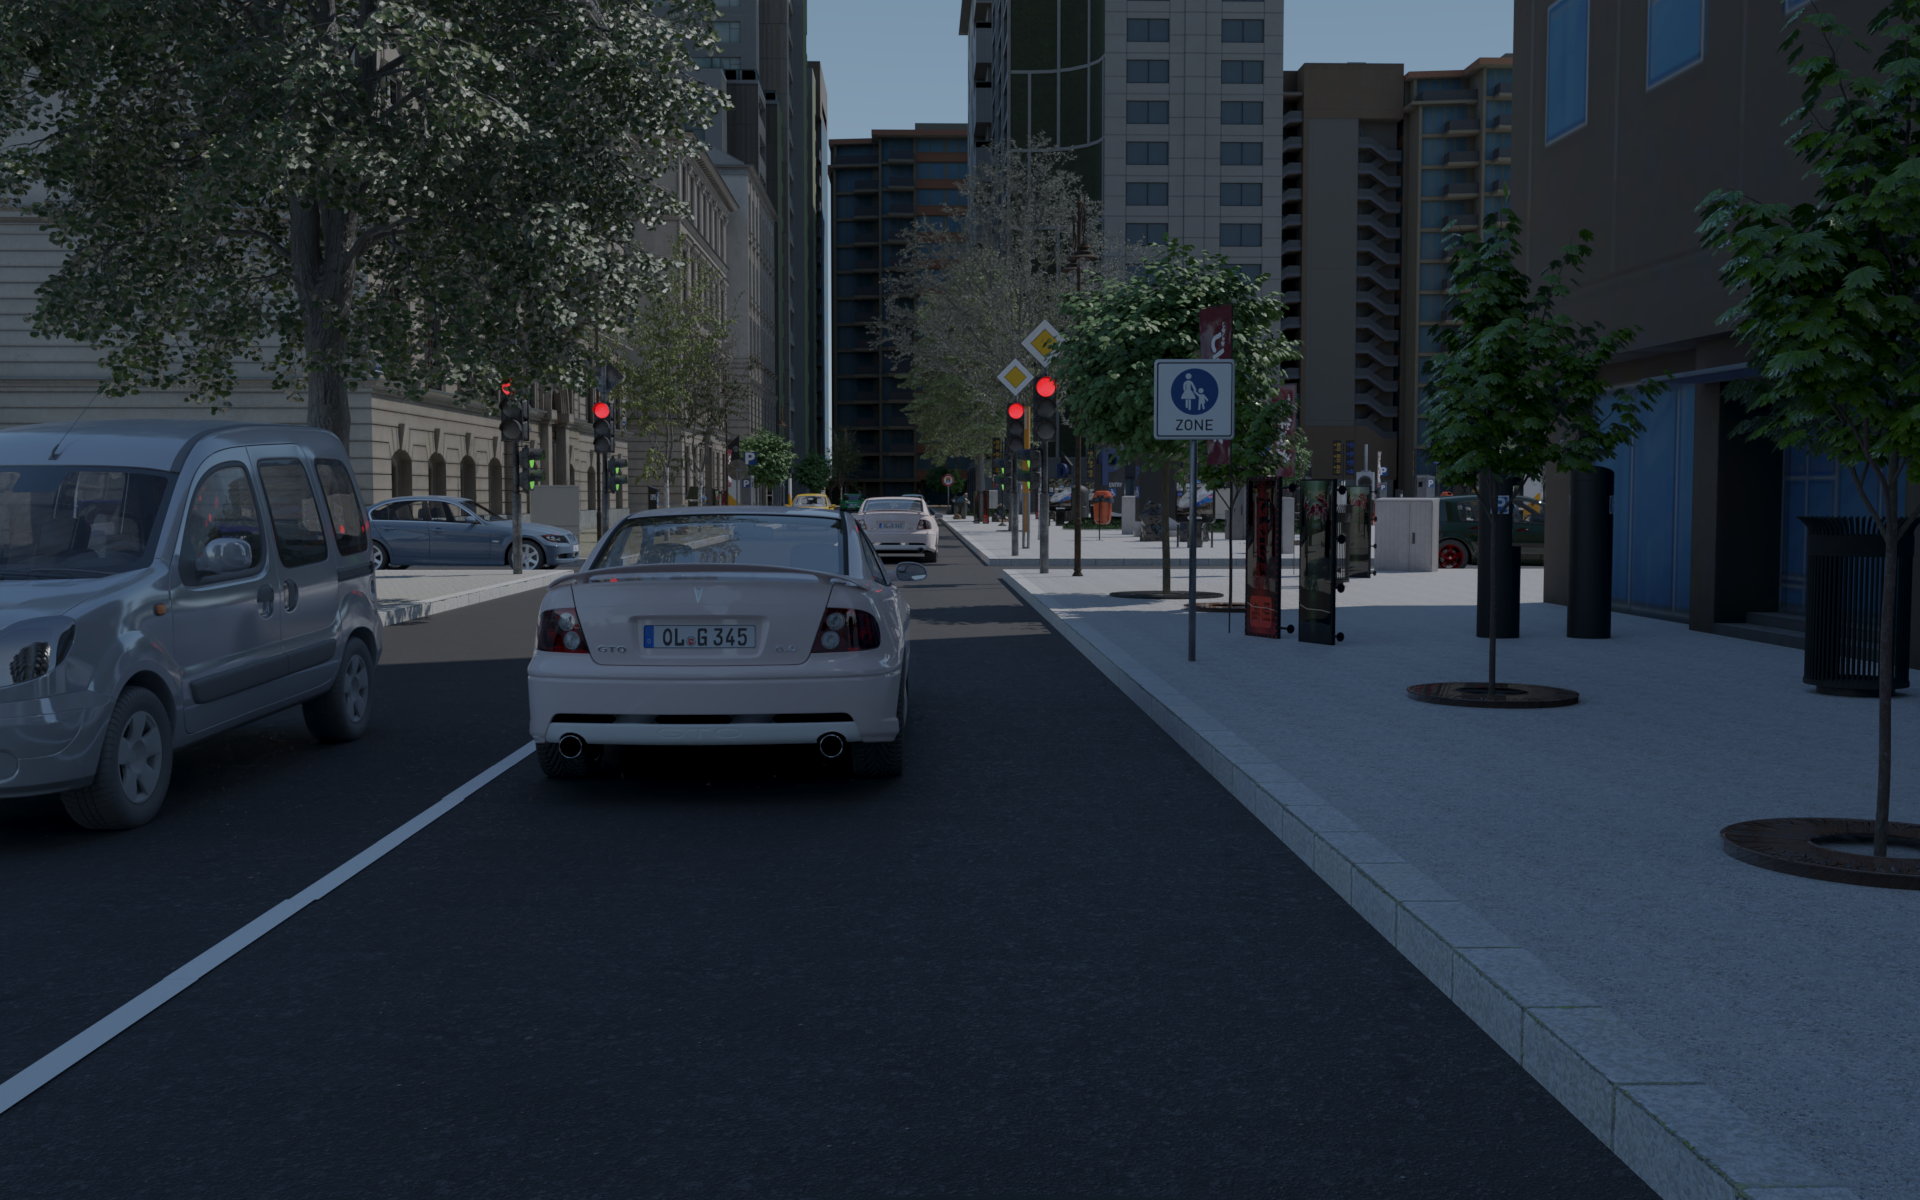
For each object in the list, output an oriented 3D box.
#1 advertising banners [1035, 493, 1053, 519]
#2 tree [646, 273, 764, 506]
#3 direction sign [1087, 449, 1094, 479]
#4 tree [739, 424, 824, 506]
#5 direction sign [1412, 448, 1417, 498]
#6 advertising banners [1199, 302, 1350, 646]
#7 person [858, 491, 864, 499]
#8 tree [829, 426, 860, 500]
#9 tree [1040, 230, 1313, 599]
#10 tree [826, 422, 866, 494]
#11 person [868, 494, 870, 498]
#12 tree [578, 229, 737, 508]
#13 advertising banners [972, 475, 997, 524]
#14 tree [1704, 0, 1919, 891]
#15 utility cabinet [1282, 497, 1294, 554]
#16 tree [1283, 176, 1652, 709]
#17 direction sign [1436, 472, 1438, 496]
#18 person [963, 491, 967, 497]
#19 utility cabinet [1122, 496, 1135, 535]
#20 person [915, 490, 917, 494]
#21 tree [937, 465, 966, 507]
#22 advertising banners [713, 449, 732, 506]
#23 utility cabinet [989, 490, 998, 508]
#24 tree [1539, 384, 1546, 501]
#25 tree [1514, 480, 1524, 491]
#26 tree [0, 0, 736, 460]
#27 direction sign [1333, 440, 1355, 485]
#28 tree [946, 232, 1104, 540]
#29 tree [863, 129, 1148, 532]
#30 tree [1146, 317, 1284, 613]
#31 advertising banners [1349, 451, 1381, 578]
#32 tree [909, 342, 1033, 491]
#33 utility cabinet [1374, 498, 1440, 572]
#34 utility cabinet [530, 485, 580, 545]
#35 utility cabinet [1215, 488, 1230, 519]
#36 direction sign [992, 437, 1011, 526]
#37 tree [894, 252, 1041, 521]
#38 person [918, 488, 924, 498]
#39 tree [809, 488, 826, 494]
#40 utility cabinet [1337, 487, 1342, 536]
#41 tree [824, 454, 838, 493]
[{"bbox_3d":[4.050,-5.627,88.193,2.074,3.025,0.090,3,5,43],"label":"advertising banners"},{"bbox_3d":[-8.760,-6.614,58.504,4.360,8.622,3.978,0,3,0],"label":"tree"},{"bbox_3d":[6.827,-5.860,87.807,0.876,3.537,0.379,-1,4,-20],"label":"direction sign"},{"bbox_3d":[-9.217,-5.985,81.564,4.285,4.588,4.351,0,3,0],"label":"tree"},{"bbox_3d":[22.594,-5.757,86.118,0.379,3.537,0.876,0,4,2],"label":"direction sign"},{"bbox_3d":[2.725,-1.176,15.418,0.090,3.025,2.074,-2,4,-27],"label":"advertising banners"},{"bbox_3d":[-8.756,-8.617,150.120,1.217,1.736,0.721,3,5,40],"label":"person"},{"bbox_3d":[-12.902,-14.542,188.127,4.360,8.622,3.978,0,3,0],"label":"tree"},{"bbox_3d":[2.674,-2.323,21.688,4.285,4.588,4.351,0,3,0],"label":"tree"},{"bbox_3d":[-11.585,-13.800,175.997,4.737,8.622,4.395,0,3,0],"label":"tree"},{"bbox_3d":[-9.353,-10.112,177.087,0.557,1.426,1.065,2,4,23],"label":"person"},{"bbox_3d":[-8.302,-5.934,47.383,4.737,8.622,4.395,0,3,0],"label":"tree"},{"bbox_3d":[1.102,-4.796,74.595,0.090,3.025,2.074,-2,4,-31],"label":"advertising banners"},{"bbox_3d":[3.369,-0.695,5.959,1.663,3.219,1.824,0,3,0],"label":"tree"},{"bbox_3d":[6.907,-1.616,37.583,0.306,1.237,1.020,-1,4,-16],"label":"utility cabinet"},{"bbox_3d":[3.254,-0.981,10.643,1.663,3.219,1.824,0,3,0],"label":"tree"},{"bbox_3d":[28.163,-6.741,102.214,0.379,3.537,0.876,0,4,7],"label":"direction sign"},{"bbox_3d":[0.635,-11.154,190.865,0.705,1.824,1.348,3,5,44],"label":"person"},{"bbox_3d":[5.651,-2.676,54.911,1.020,1.237,0.306,1,4,23],"label":"utility cabinet"},{"bbox_3d":[-4.491,-10.415,178.802,0.705,1.822,1.348,-1,4,-19],"label":"person"},{"bbox_3d":[-0.239,-7.389,115.415,1.663,3.219,1.824,0,3,0],"label":"tree"},{"bbox_3d":[-9.131,-4.319,66.804,0.090,3.025,2.074,1,4,12],"label":"advertising banners"},{"bbox_3d":[1.655,-5.820,103.834,1.173,1.500,0.318,0,4,-7],"label":"utility cabinet"},{"bbox_3d":[24.890,-7.538,73.613,4.360,8.622,3.978,0,3,0],"label":"tree"},{"bbox_3d":[30.956,-6.989,97.984,4.285,4.588,4.351,0,3,0],"label":"tree"},{"bbox_3d":[-7.226,-6.925,19.885,9.857,13.997,8.962,0,3,0],"label":"tree"},{"bbox_3d":[16.113,-4.943,72.817,0.876,3.537,0.379,1,4,17],"label":"direction sign"},{"bbox_3d":[2.050,-5.997,48.416,4.360,8.622,3.978,0,3,0],"label":"tree"},{"bbox_3d":[1.876,-9.072,58.698,12.009,13.543,11.850,0,3,0],"label":"tree"},{"bbox_3d":[3.029,-1.491,18.987,1.663,3.219,1.824,0,3,0],"label":"tree"},{"bbox_3d":[5.636,-1.886,27.019,0.090,3.025,2.074,-3,5,-40],"label":"advertising banners"},{"bbox_3d":[0.717,-9.771,94.170,8.767,10.594,7.601,2,4,35],"label":"tree"},{"bbox_3d":[7.419,-1.079,28.801,1.020,1.237,0.306,3,4,39],"label":"utility cabinet"},{"bbox_3d":[-10.116,-2.113,43.224,1.173,1.500,0.318,-1,4,-22],"label":"utility cabinet"},{"bbox_3d":[10.280,-3.653,68.409,1.173,1.500,0.318,3,4,36],"label":"utility cabinet"},{"bbox_3d":[1.697,-4.732,69.370,0.876,3.537,0.379,2,4,26],"label":"direction sign"},{"bbox_3d":[0.621,-9.947,80.759,7.486,12.596,7.792,0,3,0],"label":"tree"},{"bbox_3d":[-2.632,-6.377,112.784,0.705,1.822,1.348,2,4,31],"label":"person"},{"bbox_3d":[-10.805,-8.366,131.377,1.663,3.219,1.824,0,3,0],"label":"tree"},{"bbox_3d":[10.995,-2.620,51.513,0.318,1.500,1.173,-1,4,-10],"label":"utility cabinet"},{"bbox_3d":[-10.012,-8.336,120.001,4.285,4.588,4.351,0,3,0],"label":"tree"}]
